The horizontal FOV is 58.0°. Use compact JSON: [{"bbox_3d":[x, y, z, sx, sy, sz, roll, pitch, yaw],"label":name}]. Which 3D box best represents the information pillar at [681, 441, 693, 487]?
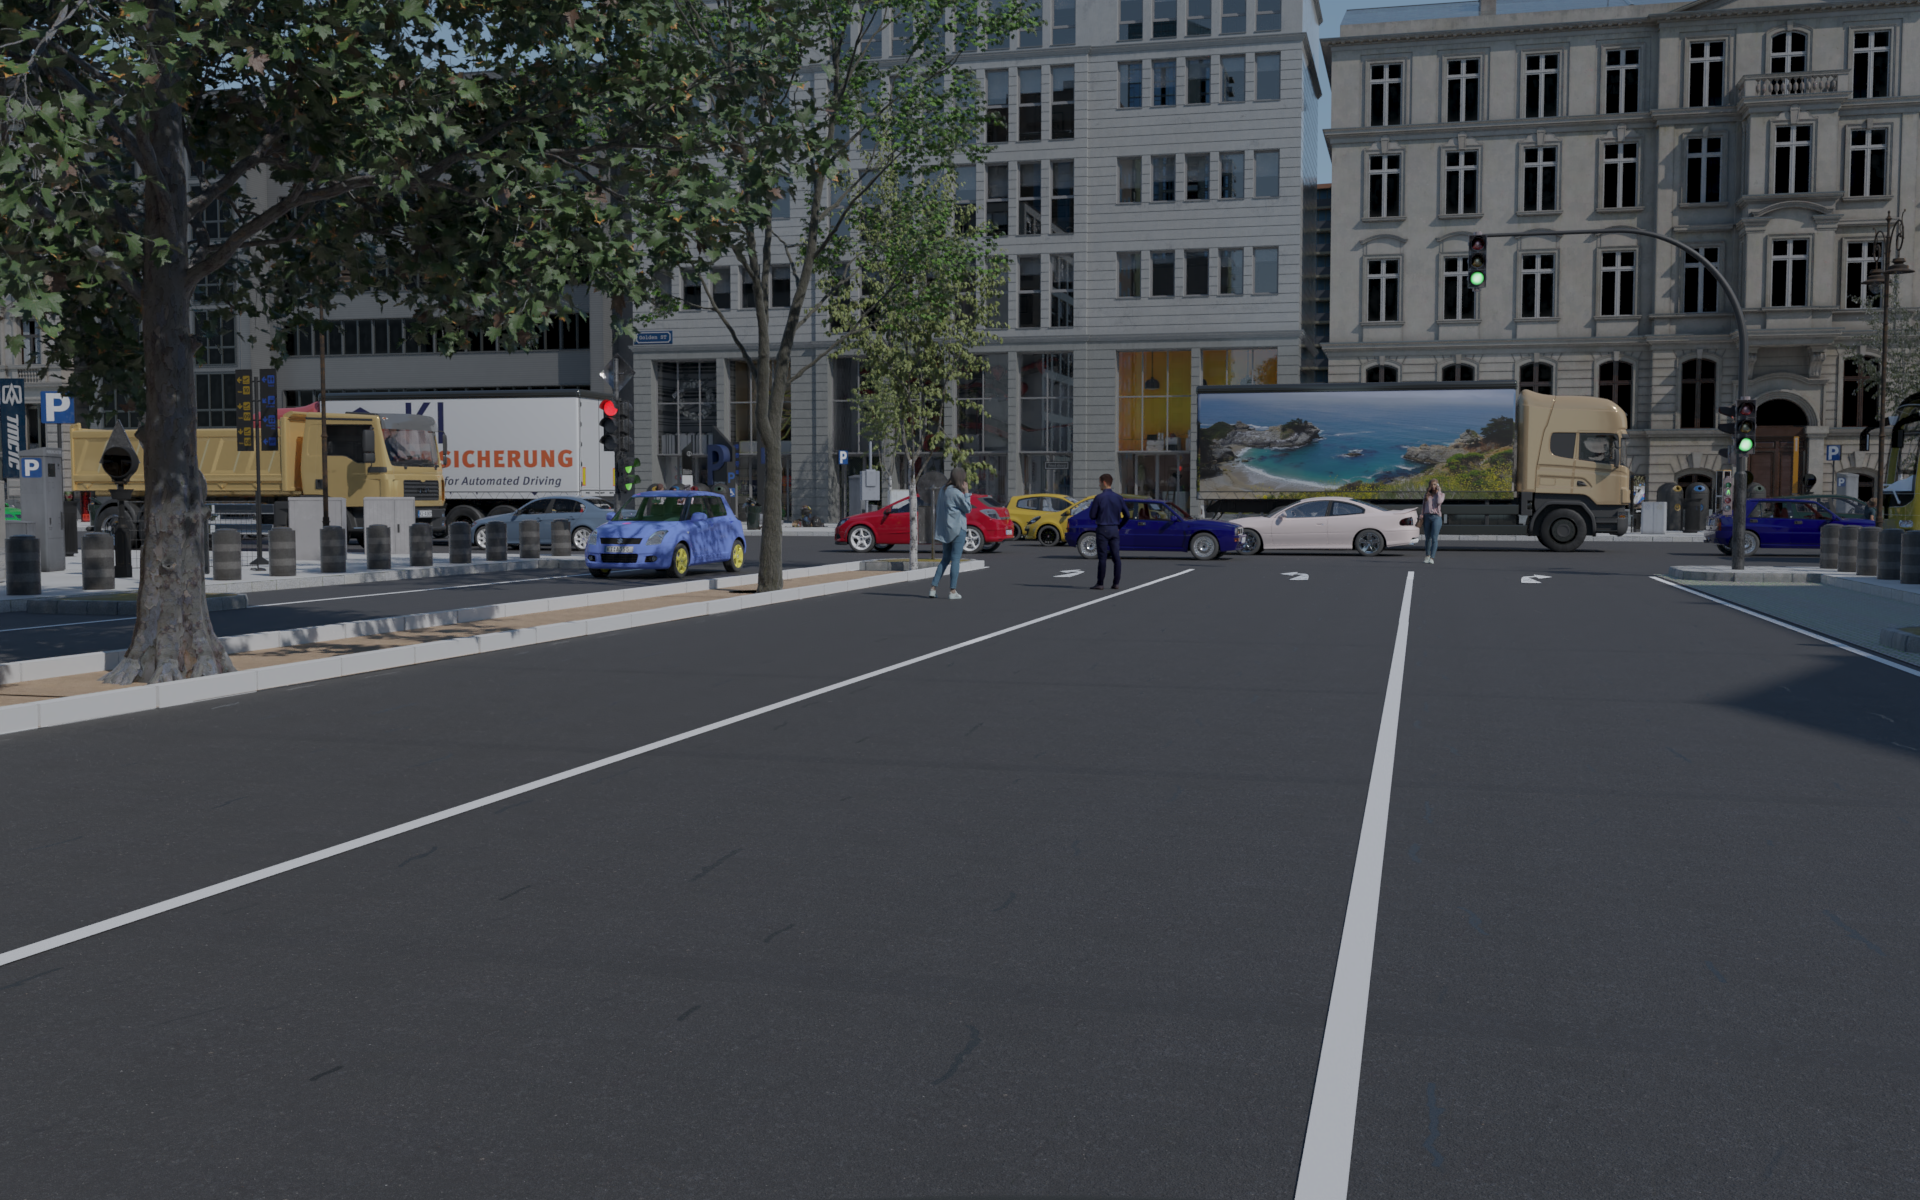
[{"bbox_3d":[-12.059,-5.216,76.643,0.504,3.616,0.183,-2,4,-28],"label":"information pillar"}]

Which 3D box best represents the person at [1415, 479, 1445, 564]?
[{"bbox_3d":[9.764,-1.639,35.890,0.593,1.750,0.643,2,4,34],"label":"person"}]

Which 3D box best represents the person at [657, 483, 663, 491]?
[{"bbox_3d":[-9.093,-2.688,53.015,0.480,1.755,0.524,1,4,18],"label":"person"}]

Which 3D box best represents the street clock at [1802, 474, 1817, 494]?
[{"bbox_3d":[29.936,-3.458,61.101,0.471,2.002,0.358,2,4,25],"label":"street clock"}]

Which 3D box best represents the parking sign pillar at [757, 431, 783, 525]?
[{"bbox_3d":[-8.165,-5.162,72.866,1.447,3.967,1.447,1,4,9],"label":"parking sign pillar"}]

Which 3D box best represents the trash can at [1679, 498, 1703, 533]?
[{"bbox_3d":[24.068,-2.777,57.063,0.748,1.137,0.748,0,3,0],"label":"trash can"}]

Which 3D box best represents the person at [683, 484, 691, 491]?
[{"bbox_3d":[-8.738,-2.833,55.491,0.621,1.740,0.551,-2,4,-25],"label":"person"}]

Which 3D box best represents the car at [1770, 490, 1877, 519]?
[{"bbox_3d":[23.497,-2.232,46.284,4.222,1.686,2.009,1,4,14],"label":"car"}]

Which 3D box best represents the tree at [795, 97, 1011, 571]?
[{"bbox_3d":[-0.885,-4.822,31.664,4.737,8.622,4.395,0,3,0],"label":"tree"}]

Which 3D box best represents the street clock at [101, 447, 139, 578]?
[{"bbox_3d":[-12.833,-1.342,26.514,0.471,2.002,0.358,0,4,0],"label":"street clock"}]

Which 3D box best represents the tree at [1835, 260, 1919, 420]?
[{"bbox_3d":[30.011,-6.377,54.625,4.360,8.622,3.978,0,3,0],"label":"tree"}]

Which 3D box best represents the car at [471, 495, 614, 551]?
[{"bbox_3d":[-10.414,-1.986,44.477,4.499,1.417,2.014,1,4,16],"label":"car"}]

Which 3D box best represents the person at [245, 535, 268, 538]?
[{"bbox_3d":[-22.924,-2.945,56.427,0.755,1.850,0.659,0,4,7],"label":"person"}]

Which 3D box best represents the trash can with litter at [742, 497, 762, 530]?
[{"bbox_3d":[-7.200,-3.091,61.933,1.055,1.170,0.624,-2,4,-32],"label":"trash can with litter"}]

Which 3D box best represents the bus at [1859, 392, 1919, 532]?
[{"bbox_3d":[24.736,-2.599,34.048,12.252,3.916,2.896,1,4,15],"label":"bus"}]

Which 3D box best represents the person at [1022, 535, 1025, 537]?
[{"bbox_3d":[2.157,-2.228,55.407,0.357,0.543,0.381,1,4,21],"label":"person"}]

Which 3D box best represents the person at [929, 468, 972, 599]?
[{"bbox_3d":[-0.144,-0.912,23.682,0.793,1.790,0.793,1,4,21],"label":"person"}]

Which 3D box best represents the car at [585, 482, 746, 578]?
[{"bbox_3d":[-5.214,-1.295,30.758,1.945,1.707,3.694,1,4,16],"label":"car"}]

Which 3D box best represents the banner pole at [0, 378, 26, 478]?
[{"bbox_3d":[-18.153,-2.626,32.955,0.863,3.779,0.401,0,3,0],"label":"banner pole"}]

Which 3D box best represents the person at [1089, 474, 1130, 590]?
[{"bbox_3d":[2.199,-1.033,26.093,0.576,1.737,0.504,-2,4,-34],"label":"person"}]

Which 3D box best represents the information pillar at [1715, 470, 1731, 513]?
[{"bbox_3d":[23.343,-2.967,52.995,0.304,2.012,0.304,-1,4,-20],"label":"information pillar"}]

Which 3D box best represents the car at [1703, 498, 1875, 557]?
[{"bbox_3d":[19.401,-1.682,40.088,3.894,1.354,1.945,1,4,13],"label":"car"}]

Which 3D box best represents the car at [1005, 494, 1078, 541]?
[{"bbox_3d":[3.107,-2.634,53.294,3.980,1.641,2.015,1,4,14],"label":"car"}]

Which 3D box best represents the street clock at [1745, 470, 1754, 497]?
[{"bbox_3d":[24.094,-2.975,53.205,0.471,2.002,0.358,1,4,12],"label":"street clock"}]

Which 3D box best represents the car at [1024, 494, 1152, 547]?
[{"bbox_3d":[3.760,-2.285,47.576,3.980,1.641,2.015,1,4,15],"label":"car"}]

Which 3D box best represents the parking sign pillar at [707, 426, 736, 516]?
[{"bbox_3d":[-9.341,-4.853,67.813,1.447,3.967,1.447,-3,5,-44],"label":"parking sign pillar"}]

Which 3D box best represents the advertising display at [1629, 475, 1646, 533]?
[{"bbox_3d":[22.573,-3.211,57.711,0.123,1.923,0.974,3,5,43],"label":"advertising display"}]

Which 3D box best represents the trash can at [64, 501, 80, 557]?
[{"bbox_3d":[-18.434,-1.459,35.510,0.748,1.137,0.748,0,3,0],"label":"trash can"}]

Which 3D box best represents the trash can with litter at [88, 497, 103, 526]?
[{"bbox_3d":[-34.459,-3.562,69.630,1.055,1.170,0.624,-1,4,-15],"label":"trash can with litter"}]

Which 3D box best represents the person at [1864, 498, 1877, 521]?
[{"bbox_3d":[21.659,-1.761,41.196,0.340,1.345,0.435,-1,4,-13],"label":"person"}]

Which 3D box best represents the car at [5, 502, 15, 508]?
[{"bbox_3d":[-36.040,-3.138,63.664,4.827,1.381,2.083,1,4,14],"label":"car"}]

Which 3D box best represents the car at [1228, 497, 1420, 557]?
[{"bbox_3d":[8.345,-1.743,40.858,4.827,1.381,2.083,1,4,17],"label":"car"}]

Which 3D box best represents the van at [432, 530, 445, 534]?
[{"bbox_3d":[-15.635,-2.724,51.542,4.112,2.044,2.013,1,4,13],"label":"van"}]

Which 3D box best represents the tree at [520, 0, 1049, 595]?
[{"bbox_3d":[-2.652,-5.881,24.365,9.928,11.665,9.643,0,3,0],"label":"tree"}]

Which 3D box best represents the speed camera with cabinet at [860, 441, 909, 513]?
[{"bbox_3d":[-2.738,-4.355,65.542,2.038,3.252,0.660,-1,4,-12],"label":"speed camera with cabinet"}]

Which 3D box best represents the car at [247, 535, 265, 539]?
[{"bbox_3d":[-23.966,-2.806,54.912,4.494,1.783,2.155,1,4,14],"label":"car"}]

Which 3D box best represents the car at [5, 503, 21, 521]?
[{"bbox_3d":[-34.813,-3.194,61.012,4.718,1.807,1.959,1,4,14],"label":"car"}]

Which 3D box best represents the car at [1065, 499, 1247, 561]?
[{"bbox_3d":[4.345,-1.578,38.378,3.894,1.354,1.945,1,4,16],"label":"car"}]

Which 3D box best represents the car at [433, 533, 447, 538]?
[{"bbox_3d":[-18.259,-2.651,55.929,3.894,1.354,1.945,1,4,15],"label":"car"}]

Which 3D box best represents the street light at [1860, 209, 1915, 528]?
[{"bbox_3d":[15.139,-3.401,28.400,0.468,5.910,1.993,1,4,15],"label":"street light"}]

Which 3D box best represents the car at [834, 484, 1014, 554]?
[{"bbox_3d":[-0.921,-2.054,42.625,4.494,1.783,2.155,1,4,16],"label":"car"}]

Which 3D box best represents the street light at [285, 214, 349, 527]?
[{"bbox_3d":[-10.503,-3.411,28.565,0.468,5.910,1.993,1,4,15],"label":"street light"}]

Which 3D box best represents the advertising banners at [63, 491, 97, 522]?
[{"bbox_3d":[-39.850,-5.057,78.866,2.074,3.025,0.090,0,4,0],"label":"advertising banners"}]

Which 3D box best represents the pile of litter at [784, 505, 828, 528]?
[{"bbox_3d":[-5.998,-3.241,66.954,1.719,0.858,1.176,0,4,4],"label":"pile of litter"}]

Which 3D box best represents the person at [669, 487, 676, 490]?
[{"bbox_3d":[-8.766,-2.671,53.629,0.517,1.644,0.566,-1,4,-22],"label":"person"}]

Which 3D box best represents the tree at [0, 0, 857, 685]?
[{"bbox_3d":[-6.024,-5.726,13.092,9.611,12.733,9.660,0,3,0],"label":"tree"}]
